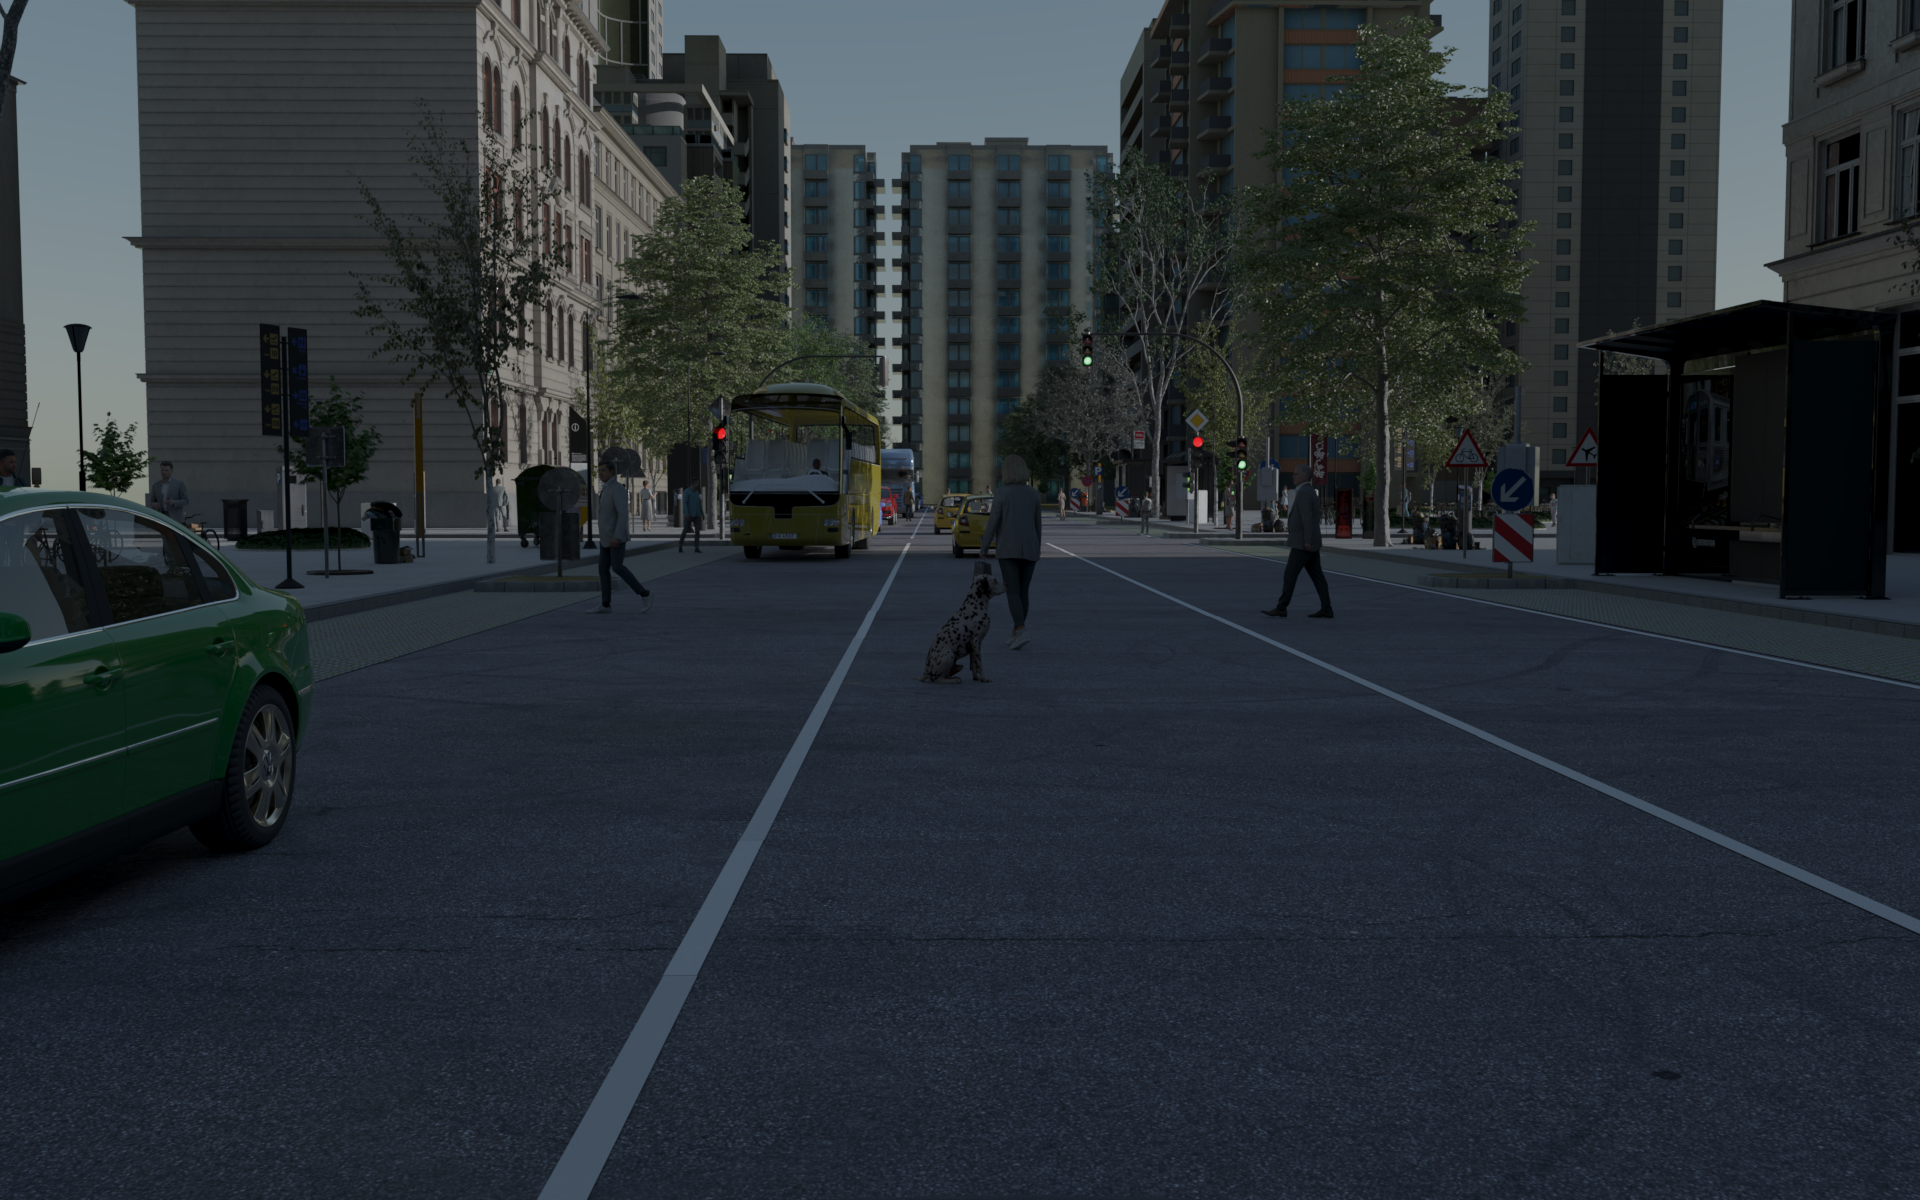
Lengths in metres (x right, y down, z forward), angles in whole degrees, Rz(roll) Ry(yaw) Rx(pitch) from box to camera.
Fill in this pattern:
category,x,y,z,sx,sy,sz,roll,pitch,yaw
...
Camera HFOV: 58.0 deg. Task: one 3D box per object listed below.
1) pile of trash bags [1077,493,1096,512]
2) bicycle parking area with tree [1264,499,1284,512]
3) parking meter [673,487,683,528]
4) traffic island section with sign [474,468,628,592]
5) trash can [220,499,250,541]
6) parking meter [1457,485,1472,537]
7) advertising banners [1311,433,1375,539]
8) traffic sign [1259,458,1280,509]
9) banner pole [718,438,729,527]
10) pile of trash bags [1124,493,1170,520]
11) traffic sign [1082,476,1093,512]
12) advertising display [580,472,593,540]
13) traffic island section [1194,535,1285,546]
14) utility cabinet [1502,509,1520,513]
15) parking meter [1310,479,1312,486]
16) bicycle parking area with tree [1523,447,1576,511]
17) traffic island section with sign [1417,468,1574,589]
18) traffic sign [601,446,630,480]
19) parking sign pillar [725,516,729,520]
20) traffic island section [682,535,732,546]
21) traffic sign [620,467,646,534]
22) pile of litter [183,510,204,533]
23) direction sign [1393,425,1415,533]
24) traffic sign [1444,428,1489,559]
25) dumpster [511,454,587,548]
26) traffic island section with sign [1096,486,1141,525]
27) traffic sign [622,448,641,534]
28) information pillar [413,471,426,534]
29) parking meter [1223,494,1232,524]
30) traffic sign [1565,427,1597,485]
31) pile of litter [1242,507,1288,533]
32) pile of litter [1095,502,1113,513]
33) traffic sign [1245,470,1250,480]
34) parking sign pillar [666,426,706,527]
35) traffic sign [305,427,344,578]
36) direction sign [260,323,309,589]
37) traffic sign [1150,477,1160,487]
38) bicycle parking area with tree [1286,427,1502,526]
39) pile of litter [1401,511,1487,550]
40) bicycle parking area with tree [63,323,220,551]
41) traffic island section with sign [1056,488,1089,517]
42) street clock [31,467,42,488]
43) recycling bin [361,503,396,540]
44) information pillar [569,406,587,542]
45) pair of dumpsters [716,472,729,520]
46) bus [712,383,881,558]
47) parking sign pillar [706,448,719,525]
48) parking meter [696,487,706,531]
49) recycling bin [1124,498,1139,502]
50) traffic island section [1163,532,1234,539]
category,x,y,z,sx,sy,sz,roll,pitch,yaw
pile of trash bags,9.203,-6.948,123.348,1.912,1.369,3.447,1,4,16
bicycle parking area with tree,24.137,-7.876,115.774,9.016,4.147,8.231,2,4,28
parking meter,-10.747,-3.525,66.047,0.372,1.533,0.369,0,3,0
traffic island section with sign,-6.084,-1.067,26.075,1.989,1.847,2.006,0,4,-1
trash can,-19.786,-2.180,47.296,0.748,1.137,0.748,0,3,0
parking meter,13.976,-2.418,47.948,0.372,1.533,0.369,0,3,0
advertising banners,11.050,-3.270,49.658,2.074,3.025,0.090,1,4,19
traffic sign,11.008,-3.766,61.677,0.768,2.556,0.104,0,4,4
banner pole,-9.246,-4.795,68.414,0.863,3.779,0.401,2,4,27
pile of trash bags,10.206,-5.201,94.785,1.912,1.369,3.447,1,4,21
traffic sign,8.861,-7.376,120.701,0.768,2.556,0.104,0,4,6
advertising display,-10.708,-2.639,48.367,0.974,1.923,0.123,1,4,22
traffic island section,7.909,-1.638,49.069,2.009,0.180,2.903,0,4,-1
utility cabinet,18.679,-2.909,58.722,0.306,1.237,1.020,0,4,-1
parking meter,12.337,-3.419,61.613,0.255,1.863,0.399,0,4,-3
bicycle parking area with tree,37.087,-7.399,107.983,9.016,4.147,8.231,0,4,3
traffic island section with sign,8.228,-1.120,26.932,1.989,1.847,2.006,0,4,-1
traffic sign,-9.139,-2.807,46.003,0.768,2.556,0.104,0,4,0
parking sign pillar,-10.940,-5.924,85.326,1.447,3.967,1.447,0,4,-5
traffic island section,-6.731,-1.626,48.863,2.009,0.180,2.903,0,4,-1
traffic sign,-10.610,-3.437,56.203,0.884,2.594,0.081,1,4,9
pile of litter,-25.554,-2.649,57.271,1.176,0.858,1.719,0,4,6
direction sign,14.486,-3.949,56.561,0.876,3.537,0.379,-2,4,-29
traffic sign,10.041,-2.103,34.386,0.884,2.594,0.081,0,4,1
dumpster,-9.921,-2.410,41.894,1.502,2.255,1.985,0,4,-1
traffic island section with sign,7.447,-4.466,81.649,1.989,1.847,2.006,0,4,-1
traffic sign,-9.274,-2.951,48.355,0.768,2.556,0.104,0,4,3
information pillar,-17.567,-3.168,56.292,0.304,2.012,0.304,-2,4,-30
parking meter,11.352,-3.972,73.358,0.372,1.533,0.369,0,3,0
traffic sign,12.118,-2.045,33.444,0.884,2.594,0.081,0,4,4
pile of litter,10.232,-2.688,57.916,1.719,0.858,1.176,1,4,16
pile of litter,10.011,-6.503,120.283,1.176,0.858,1.719,-1,4,-9
traffic sign,11.773,-4.447,72.817,0.768,2.556,0.104,0,4,3
parking sign pillar,-10.951,-4.908,68.721,1.447,3.967,1.447,0,4,-5
traffic sign,-9.635,-1.478,26.300,0.606,2.300,0.079,0,4,5
direction sign,-9.123,-1.925,23.467,0.379,3.537,0.876,1,4,20
traffic sign,11.408,-6.084,101.607,0.606,2.300,0.079,0,4,1
bicycle parking area with tree,18.623,-5.316,73.917,8.231,4.147,9.016,1,4,16
pile of litter,11.323,-1.609,40.275,1.719,0.858,1.176,2,4,28
bicycle parking area with tree,-17.479,-2.569,29.000,8.231,4.147,9.016,1,4,10
traffic island section with sign,7.049,-6.124,108.754,1.989,1.847,2.006,0,4,-1
street clock,-25.139,-2.607,47.191,0.358,2.002,0.471,-2,4,-31
recycling bin,-16.349,-2.212,48.715,0.722,1.027,0.722,3,5,42
information pillar,-10.208,-3.360,46.297,0.504,3.616,0.183,-3,4,-38
pair of dumpsters,-11.142,-4.529,76.542,1.574,2.255,4.437,0,4,-1
bus,-3.566,-3.078,41.870,2.896,3.916,12.252,0,4,1
parking sign pillar,-10.885,-5.181,73.182,1.447,3.967,1.447,-1,4,-11
parking meter,-9.078,-3.189,60.545,0.372,1.533,0.369,0,3,0
recycling bin,9.791,-5.306,99.302,0.722,1.027,0.722,-1,4,-17
traffic island section,7.794,-2.127,57.053,2.009,0.180,2.903,0,4,-1
